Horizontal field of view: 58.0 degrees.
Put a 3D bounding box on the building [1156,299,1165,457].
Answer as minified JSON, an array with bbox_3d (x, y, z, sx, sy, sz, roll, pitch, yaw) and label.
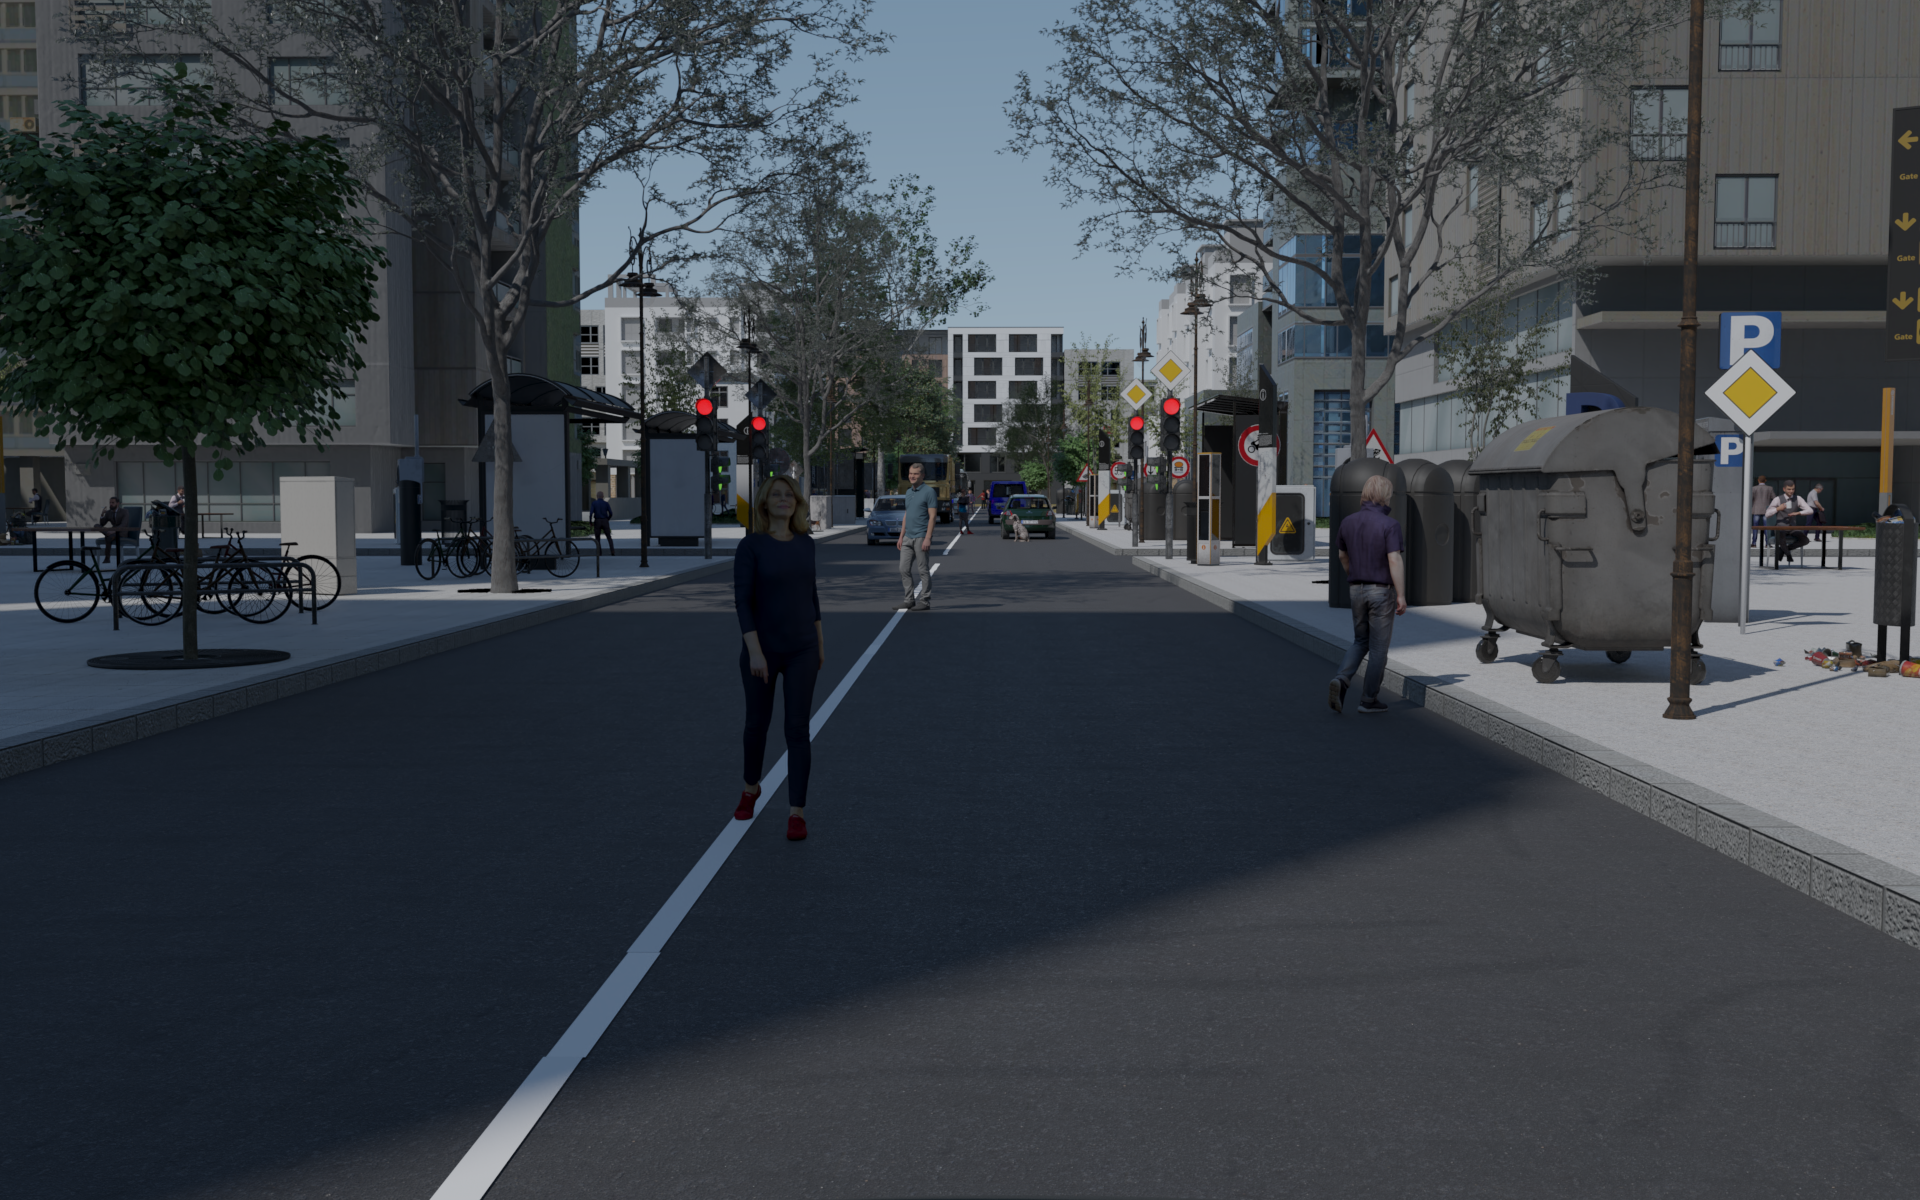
[{"bbox_3d":[25.027,-17.854,148.333,16.016,20.091,11.380,0,4,1],"label":"building"}]

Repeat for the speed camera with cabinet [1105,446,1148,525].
[{"bbox_3d":[6.958,-4.697,71.136,2.038,3.252,0.660,1,4,13],"label":"speed camera with cabinet"}]

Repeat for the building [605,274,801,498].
[{"bbox_3d":[-22.169,-18.156,153.266,16.016,20.091,11.380,0,4,1],"label":"building"}]

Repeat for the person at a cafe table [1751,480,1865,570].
[{"bbox_3d":[14.388,-1.306,29.866,1.698,1.524,1.622,0,4,6],"label":"person at a cafe table"}]

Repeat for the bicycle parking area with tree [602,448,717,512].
[{"bbox_3d":[-19.652,-7.453,108.851,8.231,4.147,9.016,1,4,18],"label":"bicycle parking area with tree"}]

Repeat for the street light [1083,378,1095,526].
[{"bbox_3d":[5.118,-5.885,69.006,0.468,5.910,1.993,0,4,1],"label":"street light"}]

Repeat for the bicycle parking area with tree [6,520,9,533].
[{"bbox_3d":[-31.446,-3.770,48.636,9.016,4.147,8.231,0,4,-1],"label":"bicycle parking area with tree"}]

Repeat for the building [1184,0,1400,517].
[{"bbox_3d":[26.092,-48.122,99.466,22.319,86.520,31.000,0,4,1],"label":"building"}]

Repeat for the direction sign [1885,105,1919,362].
[{"bbox_3d":[5.844,-1.103,10.034,0.876,3.537,0.379,2,4,33],"label":"direction sign"}]

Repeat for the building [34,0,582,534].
[{"bbox_3d":[-22.176,-23.083,61.009,14.154,41.232,14.086,0,4,1],"label":"building"}]

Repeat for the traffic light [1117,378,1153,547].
[{"bbox_3d":[4.238,-3.245,41.978,0.839,4.253,0.868,0,4,1],"label":"traffic light"}]

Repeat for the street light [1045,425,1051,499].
[{"bbox_3d":[5.955,-8.805,116.755,0.468,5.910,1.993,0,4,1],"label":"street light"}]

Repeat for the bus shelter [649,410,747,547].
[{"bbox_3d":[-6.886,-3.108,44.738,2.014,3.302,5.546,0,4,1],"label":"bus shelter"}]

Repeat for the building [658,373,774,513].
[{"bbox_3d":[-18.769,-11.724,133.835,9.099,9.664,28.070,0,4,1],"label":"building"}]

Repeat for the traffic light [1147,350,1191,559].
[{"bbox_3d":[4.099,-2.757,33.995,0.839,4.253,0.868,0,4,1],"label":"traffic light"}]

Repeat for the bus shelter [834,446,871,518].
[{"bbox_3d":[-5.573,-5.923,88.122,1.731,3.624,6.357,0,4,1],"label":"bus shelter"}]

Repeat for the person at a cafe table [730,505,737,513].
[{"bbox_3d":[-10.390,-4.783,86.722,1.622,1.524,1.698,1,4,21],"label":"person at a cafe table"}]

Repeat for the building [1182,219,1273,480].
[{"bbox_3d":[24.947,-16.414,124.785,16.016,20.091,11.380,0,4,1],"label":"building"}]

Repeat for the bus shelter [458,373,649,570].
[{"bbox_3d":[-7.327,-2.313,31.742,2.014,3.302,5.546,0,4,1],"label":"bus shelter"}]

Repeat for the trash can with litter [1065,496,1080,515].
[{"bbox_3d":[6.867,-5.809,106.364,1.055,1.170,0.624,-3,5,-45],"label":"trash can with litter"}]

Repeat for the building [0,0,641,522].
[{"bbox_3d":[-33.024,-24.241,88.221,32.217,40.220,23.993,0,4,1],"label":"building"}]

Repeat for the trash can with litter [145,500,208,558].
[{"bbox_3d":[-15.820,-1.442,34.969,1.055,1.170,0.624,-3,5,-44],"label":"trash can with litter"}]

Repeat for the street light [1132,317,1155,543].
[{"bbox_3d":[4.782,-4.440,45.379,0.468,5.910,1.993,0,4,1],"label":"street light"}]

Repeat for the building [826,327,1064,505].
[{"bbox_3d":[-3.421,-23.343,225.631,32.646,21.610,27.936,0,4,1],"label":"building"}]

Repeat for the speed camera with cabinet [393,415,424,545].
[{"bbox_3d":[-13.957,-3.022,43.751,0.660,3.252,2.038,-1,4,-22],"label":"speed camera with cabinet"}]

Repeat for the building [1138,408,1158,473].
[{"bbox_3d":[22.769,-13.845,168.521,9.099,9.664,28.070,0,4,1],"label":"building"}]

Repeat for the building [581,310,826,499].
[{"bbox_3d":[-30.001,-18.839,174.468,31.486,18.905,16.747,0,4,1],"label":"building"}]

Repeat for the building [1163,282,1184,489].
[{"bbox_3d":[24.931,-17.149,136.812,16.016,20.091,11.380,0,4,1],"label":"building"}]

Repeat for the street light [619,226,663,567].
[{"bbox_3d":[-5.537,-3.511,30.190,0.468,5.910,1.993,0,4,1],"label":"street light"}]

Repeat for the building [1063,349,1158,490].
[{"bbox_3d":[28.656,-21.603,219.661,31.486,18.905,16.747,0,4,1],"label":"building"}]

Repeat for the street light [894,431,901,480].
[{"bbox_3d":[-4.012,-8.565,112.819,0.468,5.910,1.993,0,4,1],"label":"street light"}]

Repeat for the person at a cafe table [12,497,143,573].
[{"bbox_3d":[-14.467,-1.106,28.939,1.698,1.238,1.726,1,4,20],"label":"person at a cafe table"}]

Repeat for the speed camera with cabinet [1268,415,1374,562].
[{"bbox_3d":[6.818,-2.368,33.060,2.038,3.252,0.660,0,4,7],"label":"speed camera with cabinet"}]

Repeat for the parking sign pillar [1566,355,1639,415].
[{"bbox_3d":[12.203,-2.727,33.053,1.447,3.967,1.447,-3,5,-45],"label":"parking sign pillar"}]

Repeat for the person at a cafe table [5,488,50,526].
[{"bbox_3d":[-38.135,-3.809,70.796,1.622,1.524,1.698,-1,4,-11],"label":"person at a cafe table"}]

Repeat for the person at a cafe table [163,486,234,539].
[{"bbox_3d":[-22.228,-2.536,49.971,1.622,1.524,1.698,1,4,22],"label":"person at a cafe table"}]

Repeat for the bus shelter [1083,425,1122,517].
[{"bbox_3d":[7.859,-7.383,98.345,2.179,5.291,8.768,0,4,1],"label":"bus shelter"}]

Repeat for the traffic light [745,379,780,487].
[{"bbox_3d":[-4.822,-3.254,42.120,0.839,4.253,0.868,0,4,1],"label":"traffic light"}]

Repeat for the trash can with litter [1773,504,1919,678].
[{"bbox_3d":[6.909,-0.108,12.820,1.678,1.210,2.233,1,4,11],"label":"trash can with litter"}]

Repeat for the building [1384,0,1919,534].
[{"bbox_3d":[32.364,-29.142,65.710,27.495,52.752,28.713,0,4,1],"label":"building"}]

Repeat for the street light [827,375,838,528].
[{"bbox_3d":[-4.913,-5.702,66.014,0.468,5.910,1.993,0,4,1],"label":"street light"}]

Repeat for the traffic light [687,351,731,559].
[{"bbox_3d":[-4.961,-2.765,34.136,0.839,4.253,0.868,0,4,1],"label":"traffic light"}]

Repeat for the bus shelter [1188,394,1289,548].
[{"bbox_3d":[6.998,-3.220,43.927,1.731,3.624,6.357,0,4,1],"label":"bus shelter"}]

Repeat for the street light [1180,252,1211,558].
[{"bbox_3d":[4.530,-3.703,33.329,0.468,5.910,1.993,0,4,1],"label":"street light"}]

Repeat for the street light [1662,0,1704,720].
[{"bbox_3d":[4.119,-2.260,9.740,0.468,5.910,1.993,0,4,1],"label":"street light"}]

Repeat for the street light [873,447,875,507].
[{"bbox_3d":[-4.425,-7.133,89.416,0.468,5.910,1.993,0,4,1],"label":"street light"}]

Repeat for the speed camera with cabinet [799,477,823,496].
[{"bbox_3d":[-7.494,-5.677,87.158,0.660,3.252,2.038,1,4,16],"label":"speed camera with cabinet"}]

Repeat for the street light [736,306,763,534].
[{"bbox_3d":[-5.168,-4.270,42.608,0.468,5.910,1.993,0,4,1],"label":"street light"}]

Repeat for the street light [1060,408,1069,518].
[{"bbox_3d":[5.605,-7.374,93.351,0.468,5.910,1.993,0,4,1],"label":"street light"}]
